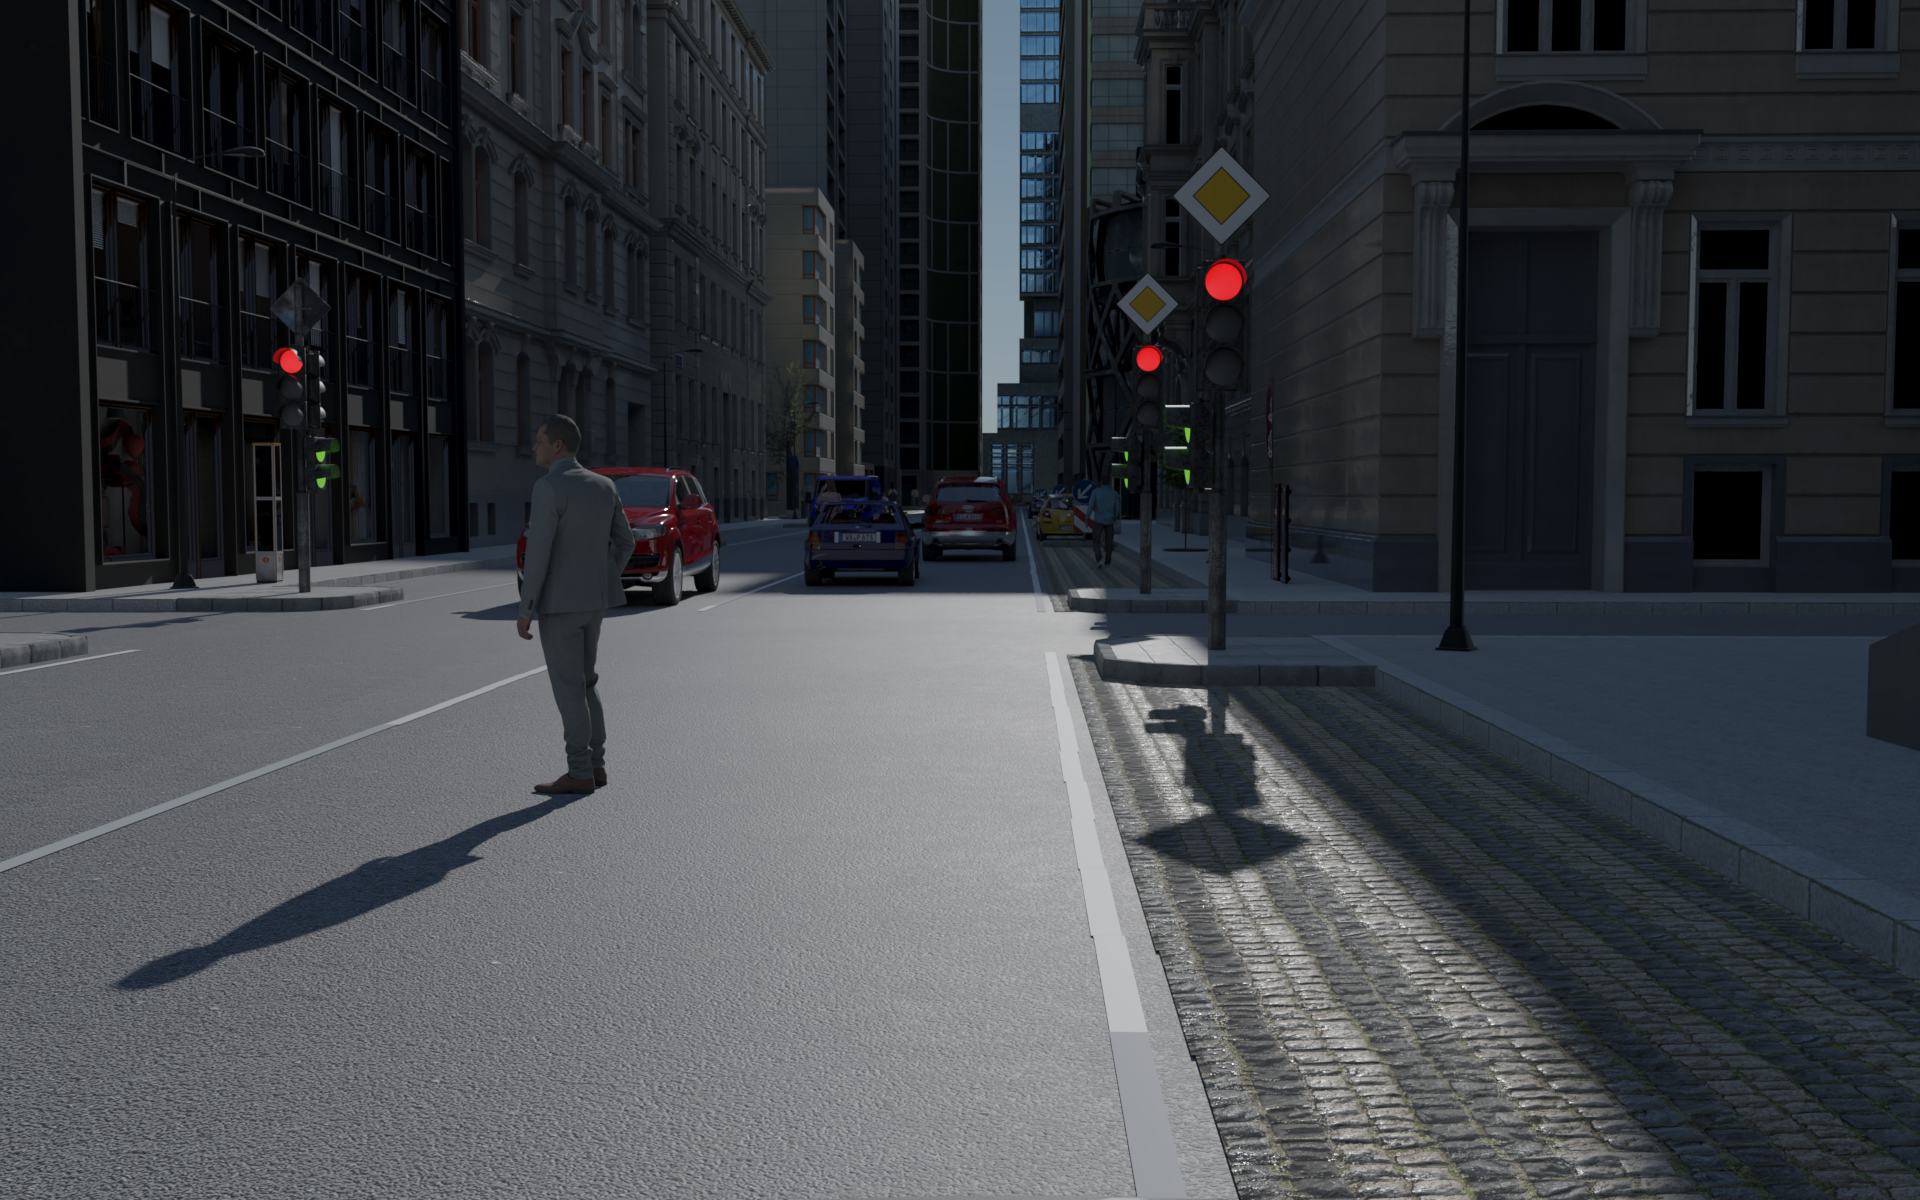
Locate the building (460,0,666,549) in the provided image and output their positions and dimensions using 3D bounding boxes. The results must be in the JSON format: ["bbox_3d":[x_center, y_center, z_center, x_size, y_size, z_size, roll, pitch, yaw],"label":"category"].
[{"bbox_3d":[-17.398,-16.048,49.779,14.401,28.519,23.554,0,4,2],"label":"building"}]

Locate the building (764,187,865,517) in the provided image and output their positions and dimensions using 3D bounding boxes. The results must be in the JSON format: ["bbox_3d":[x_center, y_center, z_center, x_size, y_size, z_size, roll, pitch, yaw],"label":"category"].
[{"bbox_3d":[-21.299,-16.372,112.730,27.650,21.520,28.899,0,4,2],"label":"building"}]

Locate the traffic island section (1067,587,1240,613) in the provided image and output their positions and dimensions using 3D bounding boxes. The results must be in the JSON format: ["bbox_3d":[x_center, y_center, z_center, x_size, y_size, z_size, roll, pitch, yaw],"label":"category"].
[{"bbox_3d":[2.406,0.001,22.266,2.009,0.180,2.903,0,4,2],"label":"traffic island section"}]

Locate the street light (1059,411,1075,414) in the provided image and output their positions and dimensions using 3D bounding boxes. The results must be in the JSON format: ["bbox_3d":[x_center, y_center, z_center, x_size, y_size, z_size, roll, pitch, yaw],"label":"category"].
[{"bbox_3d":[6.233,-7.625,97.213,1.470,5.913,1.316,0,4,2],"label":"street light"}]

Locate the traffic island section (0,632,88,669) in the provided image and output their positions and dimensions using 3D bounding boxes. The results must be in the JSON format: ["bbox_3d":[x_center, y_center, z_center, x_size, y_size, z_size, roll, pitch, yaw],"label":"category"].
[{"bbox_3d":[-8.846,0.466,14.657,2.009,0.180,2.903,0,4,2],"label":"traffic island section"}]

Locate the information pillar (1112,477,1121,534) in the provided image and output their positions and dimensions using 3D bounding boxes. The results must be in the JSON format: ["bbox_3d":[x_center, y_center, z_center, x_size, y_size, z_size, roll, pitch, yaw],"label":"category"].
[{"bbox_3d":[5.003,-3.117,55.459,0.304,2.012,0.304,0,4,3],"label":"information pillar"}]

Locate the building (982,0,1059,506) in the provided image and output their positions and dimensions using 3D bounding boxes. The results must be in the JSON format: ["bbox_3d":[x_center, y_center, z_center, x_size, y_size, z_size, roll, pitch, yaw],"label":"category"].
[{"bbox_3d":[18.216,-53.673,190.232,31.000,86.520,22.319,0,4,2],"label":"building"}]

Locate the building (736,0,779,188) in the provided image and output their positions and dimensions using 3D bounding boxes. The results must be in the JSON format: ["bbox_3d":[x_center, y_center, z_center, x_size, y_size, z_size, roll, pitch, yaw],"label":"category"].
[{"bbox_3d":[-16.498,-44.220,161.241,20.611,71.187,20.563,0,4,2],"label":"building"}]

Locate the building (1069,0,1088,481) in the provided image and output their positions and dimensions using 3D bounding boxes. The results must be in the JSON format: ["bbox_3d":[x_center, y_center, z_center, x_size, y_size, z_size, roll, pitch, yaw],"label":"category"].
[{"bbox_3d":[15.109,-28.811,121.170,14.600,45.320,14.200,0,4,2],"label":"building"}]

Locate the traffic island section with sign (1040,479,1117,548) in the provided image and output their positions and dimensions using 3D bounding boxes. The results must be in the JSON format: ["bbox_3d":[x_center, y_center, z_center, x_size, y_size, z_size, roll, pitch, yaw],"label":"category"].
[{"bbox_3d":[3.245,-2.345,46.972,1.989,1.847,2.006,0,4,2],"label":"traffic island section with sign"}]

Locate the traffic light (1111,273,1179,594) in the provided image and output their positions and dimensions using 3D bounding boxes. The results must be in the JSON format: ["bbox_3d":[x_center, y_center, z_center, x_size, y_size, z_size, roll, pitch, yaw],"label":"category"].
[{"bbox_3d":[2.366,-2.033,22.154,0.839,4.253,0.868,0,4,2],"label":"traffic light"}]

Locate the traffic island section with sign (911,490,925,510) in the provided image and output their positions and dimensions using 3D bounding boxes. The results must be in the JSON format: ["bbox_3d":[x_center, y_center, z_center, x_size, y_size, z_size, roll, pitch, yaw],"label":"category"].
[{"bbox_3d":[-3.912,-8.781,152.192,1.989,1.847,2.006,0,4,2],"label":"traffic island section with sign"}]

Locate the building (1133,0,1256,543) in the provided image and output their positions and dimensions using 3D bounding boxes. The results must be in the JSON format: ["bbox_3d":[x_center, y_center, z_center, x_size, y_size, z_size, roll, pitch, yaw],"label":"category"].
[{"bbox_3d":[13.004,-14.526,56.591,14.460,24.649,34.723,0,4,2],"label":"building"}]

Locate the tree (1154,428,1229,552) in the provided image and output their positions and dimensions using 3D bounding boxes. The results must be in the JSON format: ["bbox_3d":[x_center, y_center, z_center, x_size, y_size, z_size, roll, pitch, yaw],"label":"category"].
[{"bbox_3d":[5.209,-2.710,38.910,1.663,3.219,1.824,0,3,0],"label":"tree"}]

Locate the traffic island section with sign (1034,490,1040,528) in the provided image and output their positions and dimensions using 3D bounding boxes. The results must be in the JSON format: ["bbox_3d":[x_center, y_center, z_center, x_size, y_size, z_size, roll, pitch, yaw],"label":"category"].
[{"bbox_3d":[4.139,-3.993,73.912,1.989,1.847,2.006,0,4,2],"label":"traffic island section with sign"}]

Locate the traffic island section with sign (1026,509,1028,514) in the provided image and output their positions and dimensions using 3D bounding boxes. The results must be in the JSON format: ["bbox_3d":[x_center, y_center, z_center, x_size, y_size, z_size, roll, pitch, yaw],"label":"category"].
[{"bbox_3d":[5.823,-7.054,123.964,1.989,1.847,2.006,0,4,2],"label":"traffic island section with sign"}]

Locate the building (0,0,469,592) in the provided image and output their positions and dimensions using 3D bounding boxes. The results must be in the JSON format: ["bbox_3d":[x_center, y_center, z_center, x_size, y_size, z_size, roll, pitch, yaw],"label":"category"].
[{"bbox_3d":[-17.280,-12.250,29.971,12.332,23.373,15.834,0,4,2],"label":"building"}]

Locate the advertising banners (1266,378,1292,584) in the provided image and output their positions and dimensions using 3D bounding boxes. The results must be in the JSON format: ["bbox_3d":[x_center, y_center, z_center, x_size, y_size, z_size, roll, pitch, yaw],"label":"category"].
[{"bbox_3d":[4.694,-1.798,25.581,0.090,3.025,2.074,0,4,2],"label":"advertising banners"}]

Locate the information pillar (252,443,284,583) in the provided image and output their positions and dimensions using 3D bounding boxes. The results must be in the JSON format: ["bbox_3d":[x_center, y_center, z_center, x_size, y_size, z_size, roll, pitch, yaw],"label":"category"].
[{"bbox_3d":[-9.983,-1.254,24.997,0.304,2.012,0.304,0,4,-3],"label":"information pillar"}]

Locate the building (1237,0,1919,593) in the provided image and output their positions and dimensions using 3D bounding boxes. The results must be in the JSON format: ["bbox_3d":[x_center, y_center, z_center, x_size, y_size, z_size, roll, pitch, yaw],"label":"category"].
[{"bbox_3d":[15.313,-14.784,27.631,20.117,28.700,13.634,0,4,2],"label":"building"}]

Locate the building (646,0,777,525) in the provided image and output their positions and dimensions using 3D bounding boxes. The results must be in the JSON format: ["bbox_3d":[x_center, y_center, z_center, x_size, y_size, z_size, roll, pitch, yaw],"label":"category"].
[{"bbox_3d":[-15.696,-16.937,74.180,12.463,27.353,25.104,0,4,2],"label":"building"}]

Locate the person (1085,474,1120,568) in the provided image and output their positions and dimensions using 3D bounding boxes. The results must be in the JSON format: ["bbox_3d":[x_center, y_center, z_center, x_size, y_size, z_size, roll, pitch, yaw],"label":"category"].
[{"bbox_3d":[2.758,-1.519,33.349,0.660,1.820,0.620,-1,4,-10],"label":"person"}]

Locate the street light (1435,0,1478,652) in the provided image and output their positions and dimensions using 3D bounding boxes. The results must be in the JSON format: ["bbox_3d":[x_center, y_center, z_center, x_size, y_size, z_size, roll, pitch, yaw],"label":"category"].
[{"bbox_3d":[3.549,-2.543,14.112,1.470,5.913,1.316,0,4,2],"label":"street light"}]

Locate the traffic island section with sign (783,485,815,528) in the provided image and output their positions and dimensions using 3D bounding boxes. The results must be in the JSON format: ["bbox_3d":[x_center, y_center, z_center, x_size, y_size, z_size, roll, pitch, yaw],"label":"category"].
[{"bbox_3d":[-6.516,-4.030,74.510,1.989,1.847,2.006,0,4,2],"label":"traffic island section with sign"}]

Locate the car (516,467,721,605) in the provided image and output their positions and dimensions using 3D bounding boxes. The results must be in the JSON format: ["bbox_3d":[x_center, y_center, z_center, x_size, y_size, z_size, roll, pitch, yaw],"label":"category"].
[{"bbox_3d":[-4.610,-0.937,23.986,2.281,1.827,5.304,0,4,1],"label":"car"}]

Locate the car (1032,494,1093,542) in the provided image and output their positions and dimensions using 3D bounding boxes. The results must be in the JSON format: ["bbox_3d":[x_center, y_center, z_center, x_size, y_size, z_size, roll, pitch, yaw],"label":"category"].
[{"bbox_3d":[3.230,-2.628,53.197,2.015,1.641,3.980,0,4,0],"label":"car"}]

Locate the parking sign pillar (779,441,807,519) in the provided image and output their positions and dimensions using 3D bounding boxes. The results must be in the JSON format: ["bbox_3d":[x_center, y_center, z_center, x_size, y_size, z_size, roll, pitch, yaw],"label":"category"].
[{"bbox_3d":[-8.613,-6.153,89.080,1.447,3.967,1.447,0,4,5],"label":"parking sign pillar"}]

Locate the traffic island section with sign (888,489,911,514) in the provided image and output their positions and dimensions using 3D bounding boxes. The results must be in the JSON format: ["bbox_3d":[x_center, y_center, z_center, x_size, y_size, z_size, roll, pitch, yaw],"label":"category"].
[{"bbox_3d":[-4.815,-7.126,125.142,1.989,1.847,2.006,0,4,2],"label":"traffic island section with sign"}]

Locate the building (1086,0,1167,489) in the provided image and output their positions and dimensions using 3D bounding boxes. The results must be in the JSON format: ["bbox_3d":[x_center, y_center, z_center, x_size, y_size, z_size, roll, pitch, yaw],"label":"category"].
[{"bbox_3d":[14.790,-25.875,106.649,14.154,41.232,14.086,0,4,2],"label":"building"}]

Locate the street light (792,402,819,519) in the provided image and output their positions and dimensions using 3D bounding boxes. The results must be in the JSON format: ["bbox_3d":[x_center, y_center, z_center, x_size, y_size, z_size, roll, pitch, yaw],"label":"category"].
[{"bbox_3d":[-7.829,-7.033,87.533,1.470,5.913,1.316,0,4,2],"label":"street light"}]

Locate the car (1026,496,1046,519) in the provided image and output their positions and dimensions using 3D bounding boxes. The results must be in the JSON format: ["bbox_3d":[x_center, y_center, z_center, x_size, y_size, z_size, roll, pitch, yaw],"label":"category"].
[{"bbox_3d":[4.808,-5.390,100.706,1.945,1.354,3.894,0,4,1],"label":"car"}]

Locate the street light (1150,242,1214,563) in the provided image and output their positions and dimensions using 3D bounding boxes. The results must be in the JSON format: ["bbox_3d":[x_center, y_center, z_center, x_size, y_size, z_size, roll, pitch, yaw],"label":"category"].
[{"bbox_3d":[4.200,-3.638,32.027,1.470,5.913,1.316,0,4,2],"label":"street light"}]

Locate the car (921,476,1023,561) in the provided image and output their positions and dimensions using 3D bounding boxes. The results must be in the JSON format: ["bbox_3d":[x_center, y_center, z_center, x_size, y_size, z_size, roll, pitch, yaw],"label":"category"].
[{"bbox_3d":[0.251,-1.827,38.550,2.281,1.827,5.304,0,4,2],"label":"car"}]

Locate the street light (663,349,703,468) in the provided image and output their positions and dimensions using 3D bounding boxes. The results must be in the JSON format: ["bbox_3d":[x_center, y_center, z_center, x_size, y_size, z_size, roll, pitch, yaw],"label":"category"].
[{"bbox_3d":[-8.900,-5.070,55.443,1.470,5.913,1.316,0,4,2],"label":"street light"}]

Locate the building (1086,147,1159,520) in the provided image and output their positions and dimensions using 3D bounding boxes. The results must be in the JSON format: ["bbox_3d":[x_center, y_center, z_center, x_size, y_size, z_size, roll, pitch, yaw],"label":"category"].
[{"bbox_3d":[14.847,-13.526,88.597,16.820,18.784,16.811,0,4,2],"label":"building"}]

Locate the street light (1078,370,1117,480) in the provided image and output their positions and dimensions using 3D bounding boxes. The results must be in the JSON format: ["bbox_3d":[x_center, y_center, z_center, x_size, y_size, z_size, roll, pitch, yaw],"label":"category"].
[{"bbox_3d":[5.272,-5.642,64.792,1.470,5.913,1.316,0,4,2],"label":"street light"}]

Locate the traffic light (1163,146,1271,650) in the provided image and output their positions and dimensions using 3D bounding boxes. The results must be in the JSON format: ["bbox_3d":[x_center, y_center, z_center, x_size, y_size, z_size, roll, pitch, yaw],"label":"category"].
[{"bbox_3d":[2.099,-1.544,14.173,0.839,4.253,0.868,0,4,2],"label":"traffic light"}]

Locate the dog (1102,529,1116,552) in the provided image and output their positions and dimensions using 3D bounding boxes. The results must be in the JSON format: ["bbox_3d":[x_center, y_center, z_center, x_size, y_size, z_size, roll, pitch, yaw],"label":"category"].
[{"bbox_3d":[3.608,-1.605,43.083,0.513,0.831,0.800,2,4,33],"label":"dog"}]

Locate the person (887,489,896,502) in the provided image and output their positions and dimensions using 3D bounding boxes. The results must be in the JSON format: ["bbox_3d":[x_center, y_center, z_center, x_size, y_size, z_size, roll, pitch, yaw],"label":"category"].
[{"bbox_3d":[-4.273,-5.986,106.824,0.568,1.767,0.683,3,4,38],"label":"person"}]

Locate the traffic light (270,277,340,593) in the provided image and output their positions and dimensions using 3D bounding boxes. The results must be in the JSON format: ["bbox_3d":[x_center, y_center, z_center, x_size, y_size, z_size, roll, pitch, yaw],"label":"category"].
[{"bbox_3d":[-8.539,-2.054,22.501,0.839,4.253,0.868,0,4,2],"label":"traffic light"}]

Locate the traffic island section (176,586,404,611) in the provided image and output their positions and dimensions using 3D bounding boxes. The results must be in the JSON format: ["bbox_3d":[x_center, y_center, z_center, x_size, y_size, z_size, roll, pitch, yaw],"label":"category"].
[{"bbox_3d":[-8.579,-0.022,22.637,2.009,0.180,2.903,0,4,2],"label":"traffic island section"}]

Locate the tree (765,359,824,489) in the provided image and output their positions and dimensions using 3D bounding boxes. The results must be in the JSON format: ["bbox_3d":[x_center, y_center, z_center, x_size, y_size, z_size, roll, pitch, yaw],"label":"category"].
[{"bbox_3d":[-9.404,-8.697,92.562,4.360,8.622,3.978,0,3,0],"label":"tree"}]

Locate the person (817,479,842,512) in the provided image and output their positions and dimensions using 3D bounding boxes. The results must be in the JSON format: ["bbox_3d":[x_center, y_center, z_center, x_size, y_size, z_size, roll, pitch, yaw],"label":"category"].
[{"bbox_3d":[-2.617,-1.642,35.944,0.593,1.750,0.643,-2,4,-28],"label":"person"}]

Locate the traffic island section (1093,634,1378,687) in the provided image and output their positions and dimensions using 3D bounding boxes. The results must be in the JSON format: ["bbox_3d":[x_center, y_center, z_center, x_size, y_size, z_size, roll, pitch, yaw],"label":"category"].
[{"bbox_3d":[2.139,0.489,14.286,2.009,0.180,2.903,0,4,2],"label":"traffic island section"}]

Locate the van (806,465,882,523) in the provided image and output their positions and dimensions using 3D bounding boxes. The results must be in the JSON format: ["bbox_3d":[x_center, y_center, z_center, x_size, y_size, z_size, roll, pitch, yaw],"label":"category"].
[{"bbox_3d":[-3.603,-3.115,55.313,2.240,2.365,5.245,0,4,2],"label":"van"}]

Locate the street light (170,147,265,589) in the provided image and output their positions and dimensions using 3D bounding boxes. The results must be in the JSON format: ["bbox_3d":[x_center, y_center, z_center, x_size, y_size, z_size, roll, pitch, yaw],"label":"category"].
[{"bbox_3d":[-10.008,-3.108,23.355,1.470,5.913,1.316,0,4,2],"label":"street light"}]

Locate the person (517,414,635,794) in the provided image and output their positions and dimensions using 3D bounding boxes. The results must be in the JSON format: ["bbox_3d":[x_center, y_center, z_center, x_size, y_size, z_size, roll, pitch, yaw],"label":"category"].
[{"bbox_3d":[-1.863,0.016,8.338,0.391,1.810,0.635,1,4,19],"label":"person"}]

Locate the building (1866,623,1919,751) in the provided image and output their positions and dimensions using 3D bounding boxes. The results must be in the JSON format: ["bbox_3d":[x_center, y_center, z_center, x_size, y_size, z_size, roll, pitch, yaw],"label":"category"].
[{"bbox_3d":[20.668,-18.875,0.492,32.217,40.220,23.993,0,4,2],"label":"building"}]

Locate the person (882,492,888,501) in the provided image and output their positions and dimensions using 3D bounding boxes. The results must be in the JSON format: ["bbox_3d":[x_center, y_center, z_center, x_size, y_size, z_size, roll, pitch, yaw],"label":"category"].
[{"bbox_3d":[-3.541,-4.172,79.316,0.503,1.515,0.523,-2,4,-34],"label":"person"}]

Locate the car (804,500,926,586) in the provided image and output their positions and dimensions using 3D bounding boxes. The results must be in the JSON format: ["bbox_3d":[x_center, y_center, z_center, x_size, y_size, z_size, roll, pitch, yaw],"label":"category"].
[{"bbox_3d":[-1.550,-0.964,28.336,1.945,1.354,3.894,0,4,1],"label":"car"}]

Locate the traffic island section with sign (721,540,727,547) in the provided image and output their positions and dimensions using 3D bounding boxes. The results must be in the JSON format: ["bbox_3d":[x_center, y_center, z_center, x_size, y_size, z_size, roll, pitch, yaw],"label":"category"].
[{"bbox_3d":[-7.429,-2.360,47.216,1.989,1.847,2.006,0,4,2],"label":"traffic island section with sign"}]

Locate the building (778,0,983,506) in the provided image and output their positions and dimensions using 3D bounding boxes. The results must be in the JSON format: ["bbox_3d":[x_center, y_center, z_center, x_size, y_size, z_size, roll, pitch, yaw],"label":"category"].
[{"bbox_3d":[-7.943,-46.021,190.692,20.611,71.187,20.563,0,4,2],"label":"building"}]
